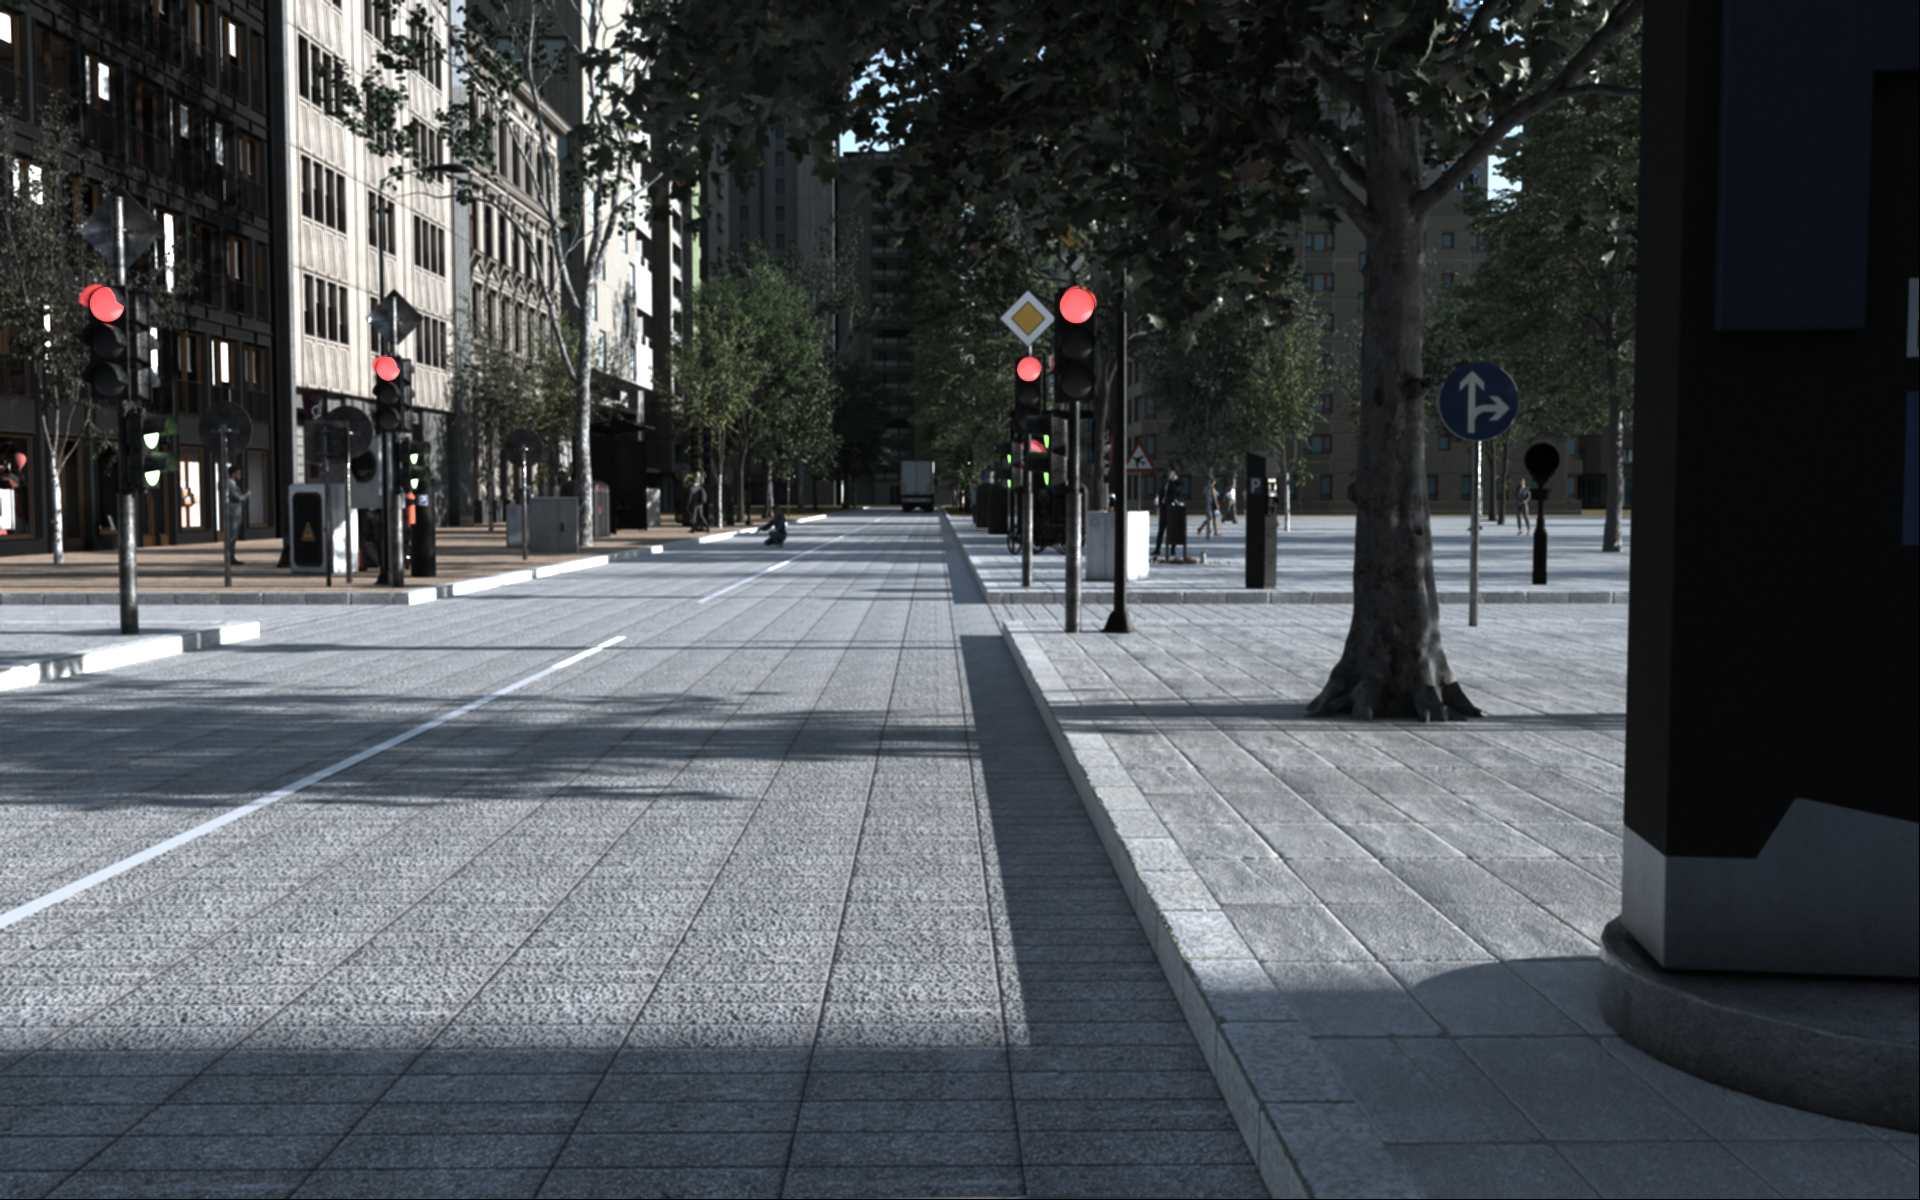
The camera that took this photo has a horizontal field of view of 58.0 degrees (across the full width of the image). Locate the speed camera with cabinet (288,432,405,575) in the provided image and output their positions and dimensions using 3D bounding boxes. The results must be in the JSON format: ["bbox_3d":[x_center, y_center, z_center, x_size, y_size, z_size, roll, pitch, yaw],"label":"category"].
[{"bbox_3d":[-9.748,-2.026,27.468,2.038,3.252,0.660,2,4,29],"label":"speed camera with cabinet"}]

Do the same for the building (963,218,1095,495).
[{"bbox_3d":[15.618,-35.823,205.313,30.456,49.044,23.786,0,4,-1],"label":"building"}]

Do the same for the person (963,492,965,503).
[{"bbox_3d":[0.559,-8.840,150.556,1.348,1.826,0.705,-3,5,-44],"label":"person"}]

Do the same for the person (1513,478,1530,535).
[{"bbox_3d":[17.607,-2.933,54.265,0.520,1.790,0.573,1,4,15],"label":"person"}]

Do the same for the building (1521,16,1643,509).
[{"bbox_3d":[63.616,-32.388,153.251,21.600,48.544,21.300,0,4,-1],"label":"building"}]

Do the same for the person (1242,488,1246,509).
[{"bbox_3d":[16.440,-5.628,98.652,0.593,1.750,0.643,-1,4,-16],"label":"person"}]

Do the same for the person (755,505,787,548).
[{"bbox_3d":[-4.921,-1.959,46.021,0.738,1.151,1.012,-2,4,-28],"label":"person"}]

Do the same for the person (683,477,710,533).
[{"bbox_3d":[-8.628,-3.102,56.732,0.822,1.834,0.622,3,4,38],"label":"person"}]

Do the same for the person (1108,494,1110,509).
[{"bbox_3d":[7.962,-5.103,93.754,0.425,1.301,0.394,3,4,39],"label":"person"}]

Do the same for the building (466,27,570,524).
[{"bbox_3d":[-25.358,-15.369,80.153,11.050,23.489,19.941,0,4,-1],"label":"building"}]

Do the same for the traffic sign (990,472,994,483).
[{"bbox_3d":[1.658,-4.661,78.330,0.606,2.300,0.079,0,4,-1],"label":"traffic sign"}]

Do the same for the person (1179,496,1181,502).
[{"bbox_3d":[12.845,-5.801,101.413,0.721,1.766,1.217,0,4,1],"label":"person"}]

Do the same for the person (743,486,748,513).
[{"bbox_3d":[-14.775,-6.926,119.280,0.705,1.824,1.348,-1,4,-19],"label":"person"}]

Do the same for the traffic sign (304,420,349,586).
[{"bbox_3d":[-8.770,-1.338,24.008,0.606,2.300,0.079,0,4,-1],"label":"traffic sign"}]

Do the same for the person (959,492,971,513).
[{"bbox_3d":[0.544,-6.639,114.534,1.348,1.831,0.705,1,4,12],"label":"person"}]

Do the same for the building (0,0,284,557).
[{"bbox_3d":[-25.681,-12.963,41.624,12.332,23.373,15.834,0,4,-1],"label":"building"}]

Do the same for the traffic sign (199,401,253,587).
[{"bbox_3d":[-10.087,-1.449,23.792,0.768,2.556,0.104,0,4,5],"label":"traffic sign"}]

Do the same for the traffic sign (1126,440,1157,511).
[{"bbox_3d":[4.280,-2.539,41.511,0.884,2.594,0.081,0,4,4],"label":"traffic sign"}]

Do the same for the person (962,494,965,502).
[{"bbox_3d":[0.434,-8.599,147.157,0.721,1.766,1.217,-2,4,-27],"label":"person"}]

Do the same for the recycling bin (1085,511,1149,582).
[{"bbox_3d":[2.335,-0.805,25.713,0.722,1.027,0.722,2,4,33],"label":"recycling bin"}]

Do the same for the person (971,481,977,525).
[{"bbox_3d":[0.729,-4.064,72.513,0.660,1.820,0.620,2,4,33],"label":"person"}]

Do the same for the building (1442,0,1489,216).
[{"bbox_3d":[46.843,-54.489,203.560,31.000,86.520,22.319,0,4,-1],"label":"building"}]

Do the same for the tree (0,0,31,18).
[{"bbox_3d":[-7.840,-5.072,8.683,9.928,11.665,9.643,0,3,0],"label":"tree"}]

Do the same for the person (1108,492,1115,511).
[{"bbox_3d":[9.365,-5.953,106.570,0.628,1.438,0.799,-1,4,-22],"label":"person"}]

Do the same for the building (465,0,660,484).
[{"bbox_3d":[-35.134,-31.944,111.521,28.713,52.752,27.495,0,4,-1],"label":"building"}]

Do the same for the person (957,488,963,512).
[{"bbox_3d":[0.004,-7.252,124.552,0.705,1.831,1.348,-1,4,-10],"label":"person"}]

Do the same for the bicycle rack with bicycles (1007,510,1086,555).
[{"bbox_3d":[2.176,-1.456,37.187,2.925,0.926,2.852,-3,4,-38],"label":"bicycle rack with bicycles"}]

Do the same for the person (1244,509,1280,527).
[{"bbox_3d":[11.661,-3.714,66.984,1.509,1.804,0.699,-1,4,-17],"label":"person"}]

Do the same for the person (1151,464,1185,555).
[{"bbox_3d":[4.382,-1.895,36.396,0.648,1.900,0.474,2,4,31],"label":"person"}]

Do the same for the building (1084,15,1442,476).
[{"bbox_3d":[25.283,-34.297,150.002,28.713,52.752,27.495,0,4,-1],"label":"building"}]

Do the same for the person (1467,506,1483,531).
[{"bbox_3d":[17.936,-3.061,60.358,0.640,1.303,0.475,3,5,41],"label":"person"}]

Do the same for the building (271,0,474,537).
[{"bbox_3d":[-25.682,-14.796,59.939,12.078,24.808,19.932,0,4,-1],"label":"building"}]

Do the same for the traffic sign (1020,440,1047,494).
[{"bbox_3d":[1.656,-2.472,40.530,0.768,2.556,0.104,0,4,2],"label":"traffic sign"}]

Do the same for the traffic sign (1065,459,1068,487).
[{"bbox_3d":[3.885,-3.871,63.404,0.768,2.556,0.104,0,4,2],"label":"traffic sign"}]

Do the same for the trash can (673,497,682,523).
[{"bbox_3d":[-12.194,-3.931,75.924,0.748,1.137,0.748,0,3,0],"label":"trash can"}]

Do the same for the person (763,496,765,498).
[{"bbox_3d":[-18.322,-9.476,164.200,0.991,1.433,0.599,2,4,30],"label":"person"}]

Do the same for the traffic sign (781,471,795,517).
[{"bbox_3d":[-9.596,-5.912,96.774,0.768,2.556,0.104,0,4,0],"label":"traffic sign"}]

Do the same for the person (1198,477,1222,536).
[{"bbox_3d":[7.689,-2.869,53.039,0.778,1.811,0.616,-1,4,-13],"label":"person"}]

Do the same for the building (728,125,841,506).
[{"bbox_3d":[-28.185,-40.399,202.530,28.212,58.520,21.231,0,4,-1],"label":"building"}]

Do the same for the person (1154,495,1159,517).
[{"bbox_3d":[11.218,-5.391,98.870,0.332,1.250,0.352,0,4,7],"label":"person"}]

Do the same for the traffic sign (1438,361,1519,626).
[{"bbox_3d":[4.990,-1.019,16.759,0.768,2.556,0.104,0,4,4],"label":"traffic sign"}]

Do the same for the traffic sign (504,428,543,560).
[{"bbox_3d":[-8.481,-2.054,33.684,0.768,2.556,0.104,0,4,3],"label":"traffic sign"}]

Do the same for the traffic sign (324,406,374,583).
[{"bbox_3d":[-8.830,-1.521,24.967,0.768,2.556,0.104,0,4,3],"label":"traffic sign"}]

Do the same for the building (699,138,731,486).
[{"bbox_3d":[-32.038,-32.302,151.834,21.600,48.544,21.300,0,4,-1],"label":"building"}]

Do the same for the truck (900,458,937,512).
[{"bbox_3d":[-3.344,-9.211,139.519,2.839,4.237,11.283,0,4,0],"label":"truck"}]

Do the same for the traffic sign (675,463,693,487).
[{"bbox_3d":[-11.491,-4.401,72.070,0.768,2.556,0.104,0,4,0],"label":"traffic sign"}]

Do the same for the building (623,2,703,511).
[{"bbox_3d":[-27.794,-27.470,132.732,14.154,41.232,14.086,0,4,-1],"label":"building"}]

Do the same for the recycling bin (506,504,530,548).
[{"bbox_3d":[-10.576,-1.795,41.900,0.722,1.027,0.722,-1,4,-9],"label":"recycling bin"}]

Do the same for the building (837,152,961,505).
[{"bbox_3d":[-6.995,-31.608,200.391,14.086,41.232,14.154,0,4,-1],"label":"building"}]

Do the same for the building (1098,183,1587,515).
[{"bbox_3d":[24.940,-16.953,122.214,27.650,21.520,28.899,0,4,-1],"label":"building"}]

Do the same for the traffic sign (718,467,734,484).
[{"bbox_3d":[-11.152,-5.041,82.529,0.768,2.556,0.104,0,4,7],"label":"traffic sign"}]

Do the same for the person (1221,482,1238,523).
[{"bbox_3d":[11.839,-4.279,76.103,0.679,1.850,0.850,-3,5,-45],"label":"person"}]

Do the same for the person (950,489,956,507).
[{"bbox_3d":[-0.740,-10.391,175.802,0.599,1.838,0.709,-1,4,-20],"label":"person"}]

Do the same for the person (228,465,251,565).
[{"bbox_3d":[-13.057,-1.534,31.305,0.466,1.800,0.511,-2,4,-26],"label":"person"}]

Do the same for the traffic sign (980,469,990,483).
[{"bbox_3d":[1.416,-5.385,88.147,0.768,2.556,0.104,0,4,7],"label":"traffic sign"}]
